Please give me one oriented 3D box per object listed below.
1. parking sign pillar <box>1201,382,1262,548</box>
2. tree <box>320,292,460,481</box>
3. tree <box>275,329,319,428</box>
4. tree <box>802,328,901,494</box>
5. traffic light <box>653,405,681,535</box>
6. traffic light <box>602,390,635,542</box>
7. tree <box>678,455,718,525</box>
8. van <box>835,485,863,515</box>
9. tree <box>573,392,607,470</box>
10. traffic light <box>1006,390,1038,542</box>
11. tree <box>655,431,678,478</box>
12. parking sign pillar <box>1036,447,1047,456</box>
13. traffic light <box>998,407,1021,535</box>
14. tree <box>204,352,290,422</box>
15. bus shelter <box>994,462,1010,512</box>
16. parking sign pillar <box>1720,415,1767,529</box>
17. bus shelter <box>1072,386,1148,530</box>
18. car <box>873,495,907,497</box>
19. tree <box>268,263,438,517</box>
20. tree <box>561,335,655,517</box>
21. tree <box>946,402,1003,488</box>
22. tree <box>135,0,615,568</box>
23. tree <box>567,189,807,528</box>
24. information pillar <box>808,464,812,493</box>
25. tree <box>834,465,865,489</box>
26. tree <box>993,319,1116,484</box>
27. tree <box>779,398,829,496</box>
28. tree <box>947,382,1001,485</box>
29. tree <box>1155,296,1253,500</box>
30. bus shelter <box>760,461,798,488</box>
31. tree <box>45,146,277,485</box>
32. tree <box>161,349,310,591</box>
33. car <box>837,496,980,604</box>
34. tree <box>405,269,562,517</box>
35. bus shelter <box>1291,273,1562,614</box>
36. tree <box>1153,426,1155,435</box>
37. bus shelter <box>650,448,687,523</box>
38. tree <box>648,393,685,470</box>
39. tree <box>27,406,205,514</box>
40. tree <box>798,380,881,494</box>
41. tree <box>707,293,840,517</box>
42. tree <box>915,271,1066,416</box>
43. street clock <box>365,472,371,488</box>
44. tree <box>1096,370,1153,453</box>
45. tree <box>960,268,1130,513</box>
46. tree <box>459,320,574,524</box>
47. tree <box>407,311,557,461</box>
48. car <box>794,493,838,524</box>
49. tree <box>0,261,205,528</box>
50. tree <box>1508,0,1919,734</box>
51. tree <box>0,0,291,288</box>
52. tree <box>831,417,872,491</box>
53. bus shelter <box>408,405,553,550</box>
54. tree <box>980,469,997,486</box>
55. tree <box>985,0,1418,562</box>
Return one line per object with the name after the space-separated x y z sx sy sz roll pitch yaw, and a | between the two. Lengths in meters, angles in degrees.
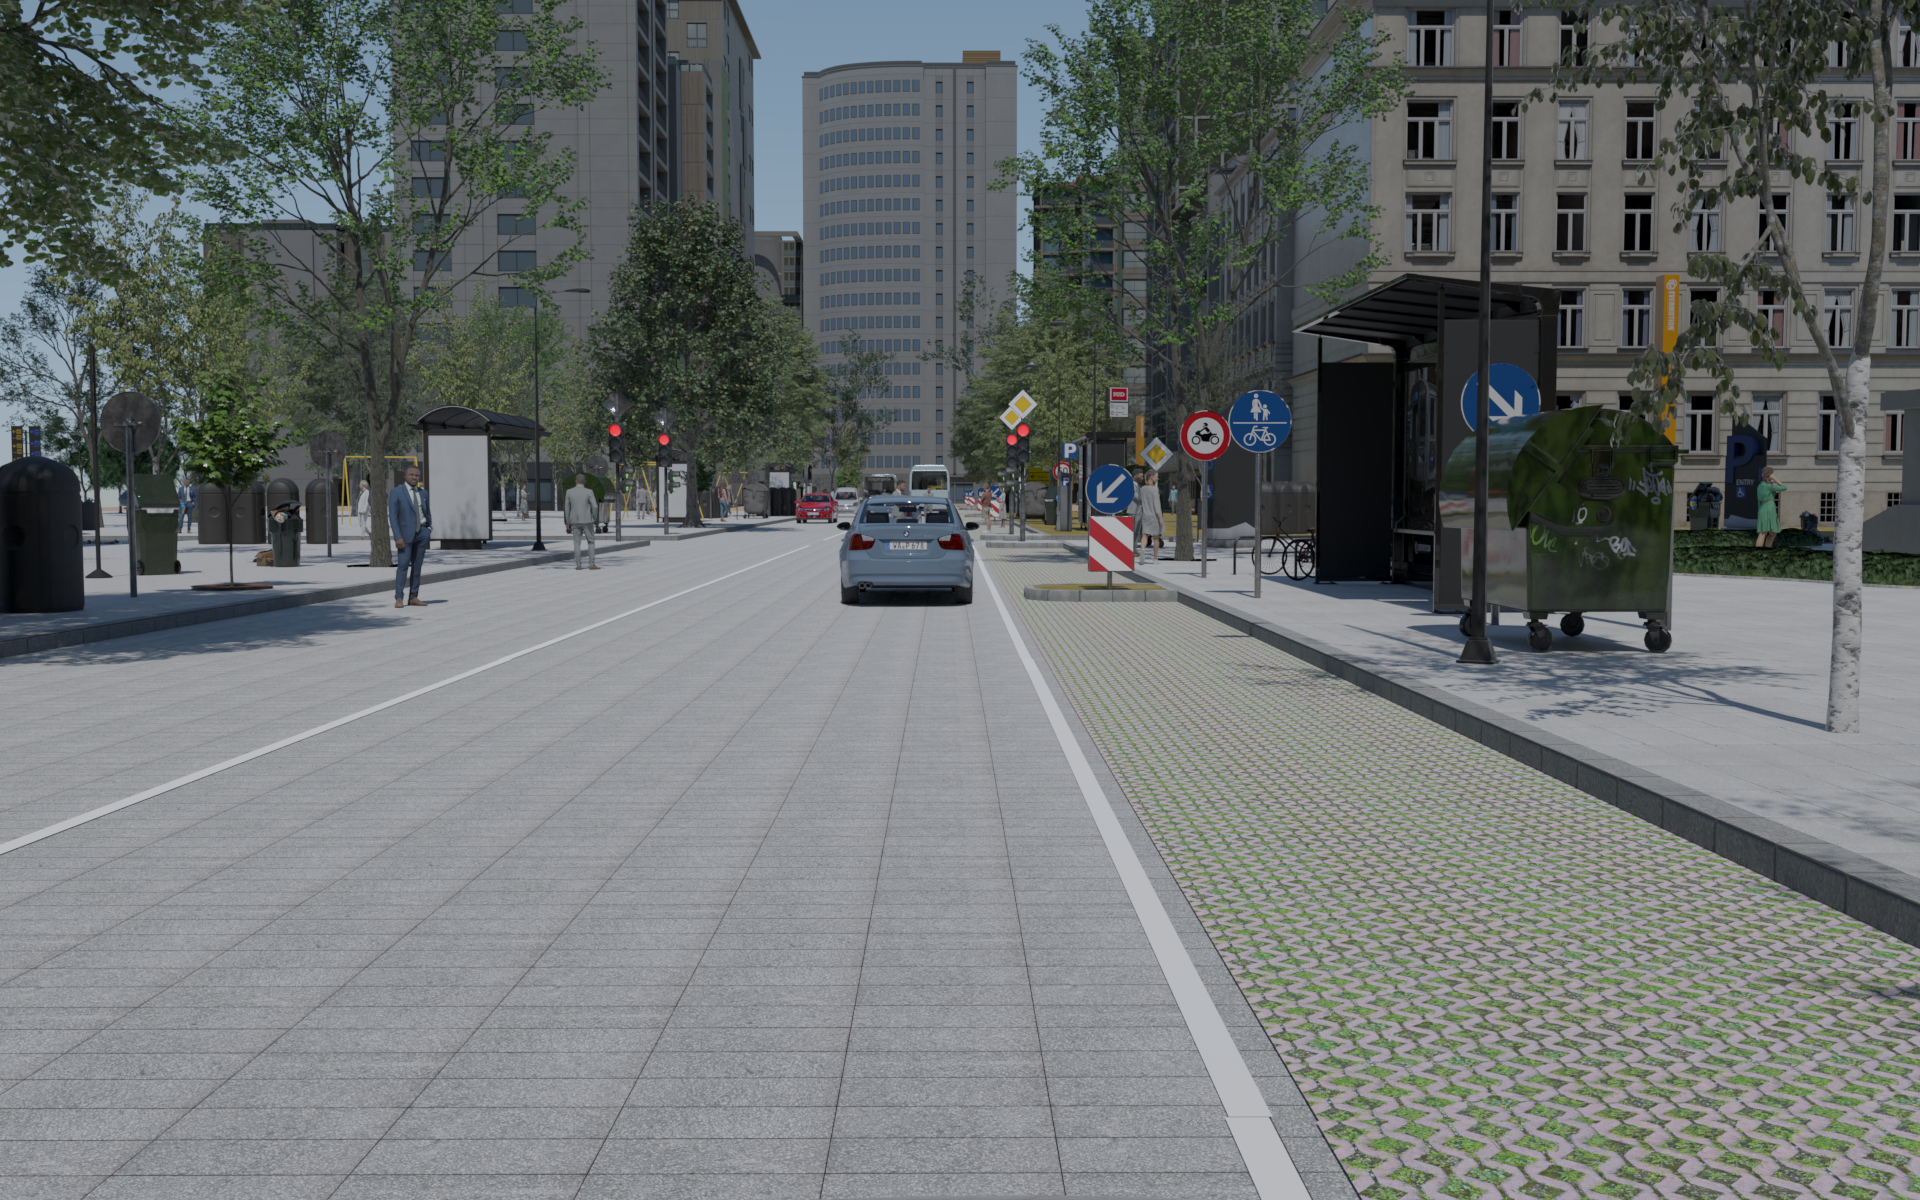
6.560 -3.260 41.771 1.447 3.967 1.447 -2 4 -24 | parking sign pillar
-21.592 -6.960 64.160 4.360 8.622 3.978 0 3 0 | tree
-24.431 -6.647 59.049 4.737 8.622 4.395 0 3 0 | tree
-12.896 -21.090 200.713 12.611 20.169 13.585 0 3 0 | tree
-9.249 -4.014 54.555 0.839 4.253 0.868 0 4 0 | traffic light
-9.189 -3.526 46.570 0.839 4.253 0.868 0 4 0 | traffic light
-10.907 -4.794 72.978 1.663 3.219 1.824 0 3 0 | tree
-7.074 -6.176 107.983 2.013 2.044 4.112 0 4 -2 | van
-22.648 -9.357 103.357 4.360 8.622 3.978 0 3 0 | tree
1.672 -3.532 46.667 0.839 4.253 0.868 0 4 0 | traffic light
-17.973 -8.997 97.468 4.737 8.622 4.395 0 3 0 | tree
4.850 -6.556 95.661 1.447 3.967 1.447 -1 4 -20 | parking sign pillar
1.612 -4.020 54.652 0.839 4.253 0.868 0 4 0 | traffic light
-35.201 -8.260 85.408 4.360 8.622 3.978 0 3 0 | tree
3.345 -8.207 125.467 1.731 3.624 6.357 0 4 -1 | bus shelter
25.880 -4.195 57.055 1.447 3.967 1.447 -2 4 -25 | parking sign pillar
5.248 -5.183 62.372 2.179 5.291 8.768 0 4 0 | bus shelter
-2.180 -2.695 56.063 2.014 1.417 4.499 0 4 1 | car
-34.069 -11.674 97.531 9.857 13.997 8.962 0 3 0 | tree
-17.061 -7.905 79.616 4.737 8.622 4.395 0 3 0 | tree
2.720 -14.176 166.182 8.767 10.594 7.601 1 4 8 | tree
-10.114 -6.393 30.288 9.928 11.665 9.643 0 3 0 | tree
-10.290 -9.081 65.483 9.611 12.733 9.660 0 3 0 | tree
-11.238 -8.454 129.581 0.183 3.616 0.504 2 4 26 | information pillar
-11.762 -12.227 183.624 4.285 4.588 4.351 0 3 0 | tree
4.332 -7.446 72.112 4.737 8.622 4.395 0 3 0 | tree
-10.796 -10.225 117.541 4.360 8.622 3.978 0 3 0 | tree
3.349 -17.579 194.070 9.857 13.997 8.962 0 3 0 | tree
9.704 -6.949 63.986 4.360 8.622 3.978 0 3 0 | tree
-11.295 -7.069 109.500 2.014 3.302 5.546 0 4 0 | bus shelter
-16.881 -5.259 36.341 4.737 8.622 4.395 0 3 0 | tree
-9.954 -1.760 23.381 1.663 3.219 1.824 0 3 0 | tree
-0.720 -0.730 23.938 2.014 1.417 4.499 0 4 -1 | car
-16.376 -6.554 57.522 4.737 8.622 4.395 0 3 0 | tree
5.578 -1.852 21.556 1.731 3.624 6.357 0 4 0 | bus shelter
10.738 -7.732 76.780 4.360 8.622 3.978 0 3 0 | tree
-12.772 -5.235 79.509 2.014 3.302 5.546 0 4 -1 | bus shelter
-18.929 -9.873 111.791 4.360 8.622 3.978 0 3 0 | tree
-52.334 -8.919 108.736 20.602 7.101 11.467 3 5 40 | tree
-10.700 -12.738 142.682 8.767 10.594 7.601 0 4 -1 | tree
-10.568 -11.018 98.266 7.486 12.596 7.792 0 3 0 | tree
3.032 -17.872 148.102 12.611 20.169 13.585 0 3 0 | tree
-18.950 -3.146 56.002 0.471 2.002 0.358 -2 4 -27 | street clock
9.330 -9.202 100.807 4.360 8.622 3.978 0 3 0 | tree
4.743 -10.344 87.244 7.486 12.596 7.792 0 3 0 | tree
-19.382 -7.486 72.758 4.360 8.622 3.978 0 3 0 | tree
-31.735 -12.454 113.993 12.009 13.543 11.850 0 3 0 | tree
-7.064 -4.687 85.667 2.155 1.783 4.494 0 4 1 | car
-32.939 -8.045 65.946 8.767 10.594 7.601 -3 4 -36 | tree
4.600 -3.602 9.260 4.360 8.622 3.978 0 3 0 | tree
-9.114 -5.814 13.184 7.486 12.596 7.792 0 3 0 | tree
-10.698 -13.174 165.761 4.737 8.622 4.395 0 3 0 | tree
-11.547 -2.952 42.191 2.014 3.302 5.546 0 4 0 | bus shelter
3.235 -15.682 206.766 4.360 8.622 3.978 0 3 0 | tree
4.444 -6.558 32.971 9.928 11.665 9.643 0 3 0 | tree
